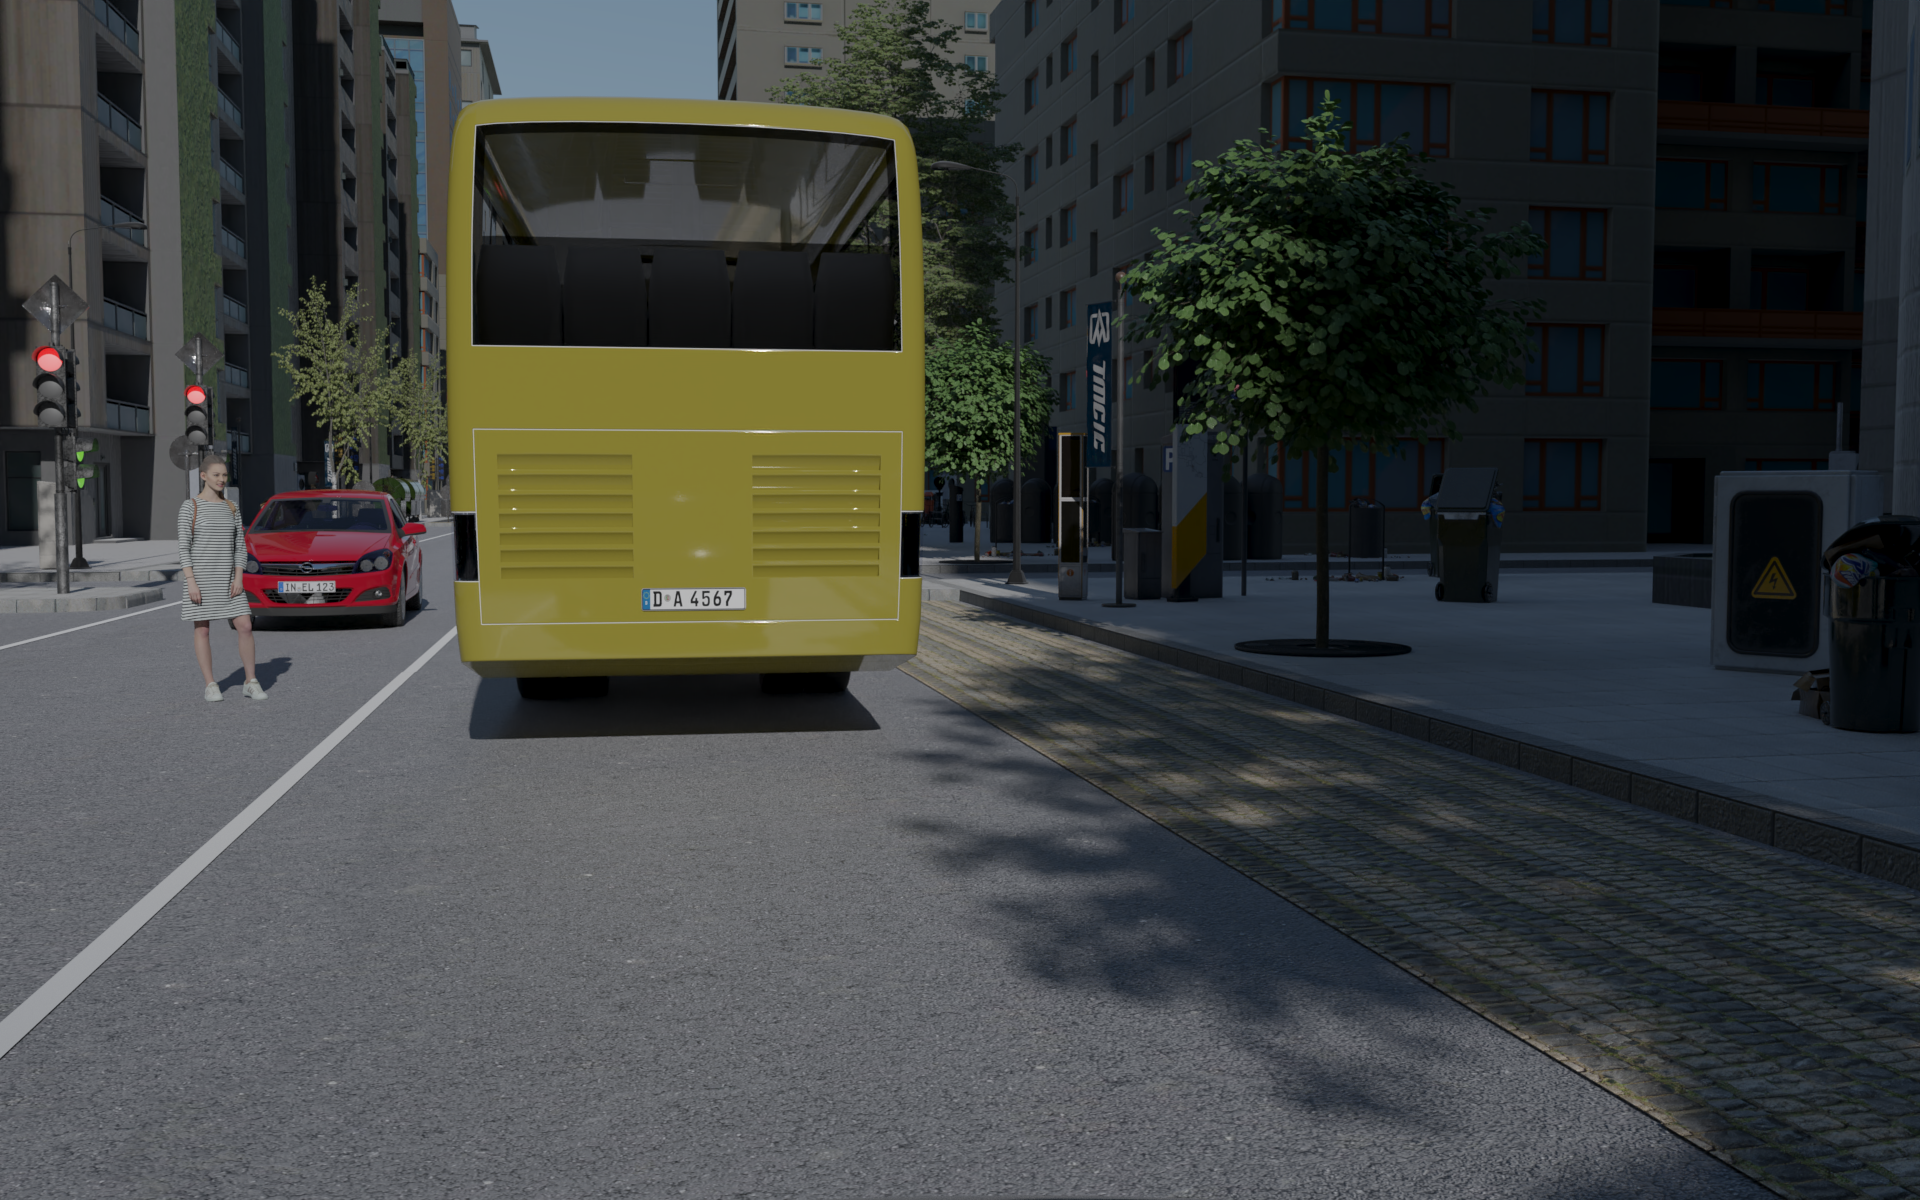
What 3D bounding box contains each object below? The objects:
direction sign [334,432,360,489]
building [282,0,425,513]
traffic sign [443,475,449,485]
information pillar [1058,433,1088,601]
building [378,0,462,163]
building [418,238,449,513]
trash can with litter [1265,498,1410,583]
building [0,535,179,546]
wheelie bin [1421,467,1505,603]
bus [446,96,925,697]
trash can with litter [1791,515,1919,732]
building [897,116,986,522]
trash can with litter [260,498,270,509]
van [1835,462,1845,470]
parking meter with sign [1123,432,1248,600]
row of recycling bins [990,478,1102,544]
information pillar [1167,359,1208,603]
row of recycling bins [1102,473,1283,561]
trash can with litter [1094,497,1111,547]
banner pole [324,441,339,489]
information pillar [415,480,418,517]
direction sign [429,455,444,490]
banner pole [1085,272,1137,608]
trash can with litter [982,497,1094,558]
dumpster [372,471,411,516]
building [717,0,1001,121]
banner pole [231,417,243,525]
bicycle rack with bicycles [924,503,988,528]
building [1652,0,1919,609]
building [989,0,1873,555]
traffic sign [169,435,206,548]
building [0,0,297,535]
[{"bbox_3d":[-22.411,-4.363,63.333,0.876,3.537,0.379,-1,4,-8],"label":"direction sign"},{"bbox_3d":[-41.839,-20.599,108.503,14.160,30.474,14.107,-1,4,-12],"label":"building"},{"bbox_3d":[-30.453,-6.330,103.504,0.884,2.594,0.081,0,4,-6],"label":"traffic sign"},{"bbox_3d":[1.371,-1.006,20.940,0.304,2.012,0.304,1,4,18],"label":"information pillar"},{"bbox_3d":[-50.653,-30.581,150.112,14.600,45.320,14.200,-1,4,-12],"label":"building"},{"bbox_3d":[-52.396,-17.339,128.531,27.650,21.520,28.899,-1,4,-12],"label":"building"},{"bbox_3d":[5.649,-0.904,25.830,2.233,1.210,1.678,0,4,1],"label":"trash can with litter"},{"bbox_3d":[-27.915,-22.026,43.719,14.154,41.232,14.086,-1,4,-12],"label":"building"},{"bbox_3d":[6.067,-0.782,20.686,0.980,1.594,0.693,3,4,36],"label":"wheelie bin"},{"bbox_3d":[-2.465,-1.444,15.162,2.896,3.916,12.252,-1,4,-10],"label":"bus"},{"bbox_3d":[4.960,0.106,9.661,0.624,1.170,1.055,0,4,2],"label":"trash can with litter"},{"bbox_3d":[4.672,-15.339,95.832,27.650,21.520,28.899,-1,4,-12],"label":"building"},{"bbox_3d":[-20.369,-2.413,50.844,0.624,1.170,1.055,-3,5,-43],"label":"trash can with litter"},{"bbox_3d":[16.384,-1.541,32.209,4.112,2.044,2.013,-1,4,-12],"label":"van"},{"bbox_3d":[2.851,-1.536,21.376,1.738,3.016,0.543,-2,4,-28],"label":"parking meter with sign"},{"bbox_3d":[2.453,-2.331,45.223,3.534,1.692,1.069,1,4,20],"label":"row of recycling bins"},{"bbox_3d":[2.721,-1.787,20.575,0.504,3.616,0.183,-2,4,-33],"label":"information pillar"},{"bbox_3d":[4.657,-1.622,33.632,3.534,1.692,1.069,-1,4,-19],"label":"row of recycling bins"},{"bbox_3d":[2.853,-1.911,42.294,2.233,1.210,1.678,-3,4,-38],"label":"trash can with litter"},{"bbox_3d":[-25.971,-5.000,71.767,0.401,3.779,0.863,2,4,34],"label":"banner pole"},{"bbox_3d":[-29.236,-5.421,93.123,0.304,2.012,0.304,1,4,18],"label":"information pillar"},{"bbox_3d":[-30.568,-6.682,101.251,0.876,3.537,0.379,1,4,9],"label":"direction sign"},{"bbox_3d":[1.687,-1.822,19.811,0.401,3.779,0.863,-2,4,-32],"label":"banner pole"},{"bbox_3d":[1.393,-1.516,35.839,2.233,1.210,1.678,-1,4,-14],"label":"trash can with litter"},{"bbox_3d":[-24.003,-4.304,72.856,1.502,2.255,1.985,-1,4,-11],"label":"dumpster"},{"bbox_3d":[-6.971,-31.073,131.747,21.300,48.544,21.600,-1,4,-12],"label":"building"},{"bbox_3d":[-23.654,-4.077,56.683,0.401,3.779,0.863,-3,5,-45],"label":"banner pole"},{"bbox_3d":[-0.142,-3.229,66.179,2.852,0.926,2.925,-1,4,-15],"label":"bicycle rack with bicycles"},{"bbox_3d":[19.804,-28.612,9.813,21.231,58.520,28.212,-1,4,-12],"label":"building"},{"bbox_3d":[17.983,-12.673,52.240,28.899,21.520,27.650,-1,4,-12],"label":"building"},{"bbox_3d":[-16.625,-2.275,37.299,0.768,2.556,0.104,0,4,-4],"label":"traffic sign"},{"bbox_3d":[-33.926,-23.327,64.994,14.154,41.232,14.086,-1,4,-12],"label":"building"}]
